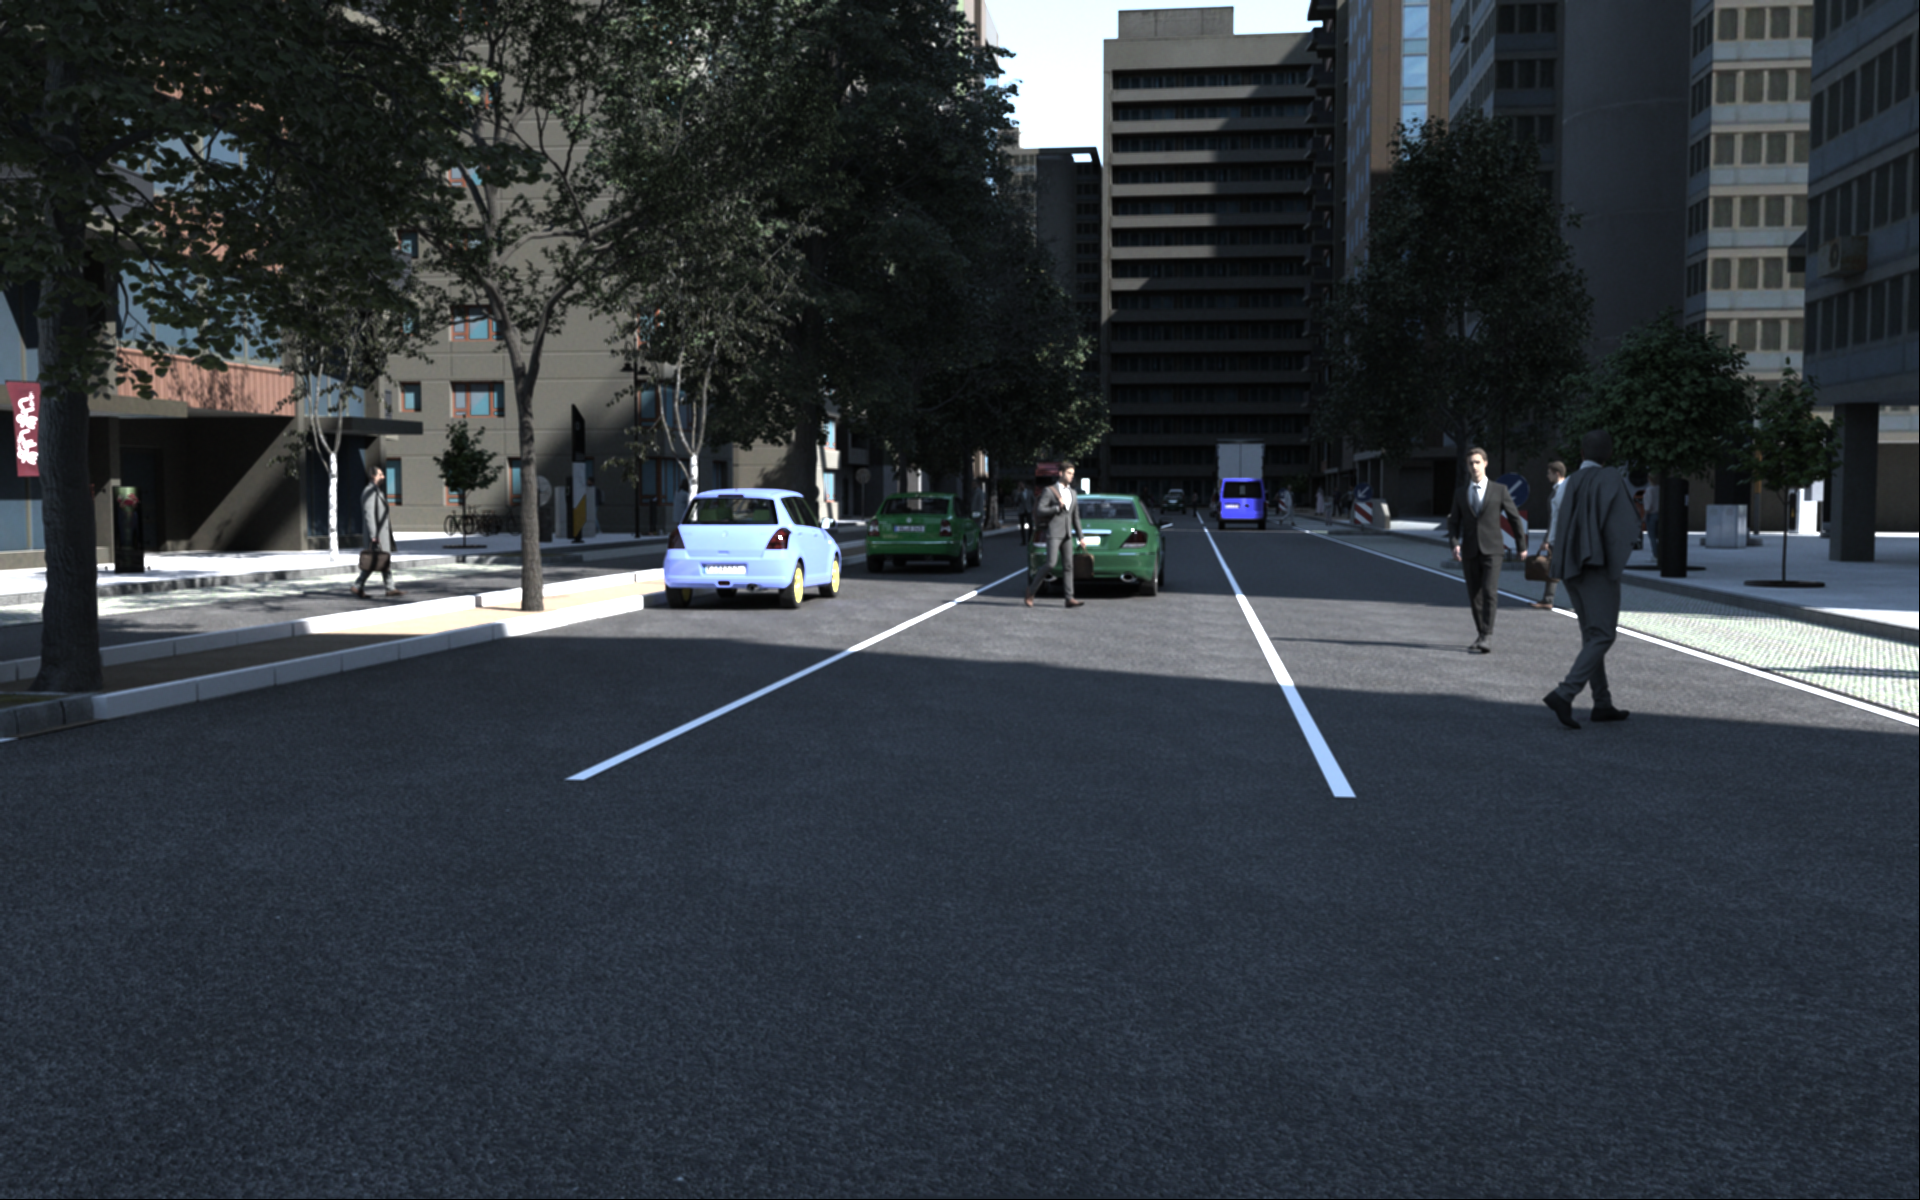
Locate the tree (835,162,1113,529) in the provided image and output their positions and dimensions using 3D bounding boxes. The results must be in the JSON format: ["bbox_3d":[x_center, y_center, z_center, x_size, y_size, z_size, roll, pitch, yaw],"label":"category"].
[{"bbox_3d":[0.285,-8.553,59.302,9.611,12.733,9.660,0,3,0],"label":"tree"}]

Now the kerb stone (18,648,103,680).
[{"bbox_3d":[-7.199,0.516,13.763,0.120,0.150,1.000,0,4,7],"label":"kerb stone"}]

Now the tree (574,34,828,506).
[{"bbox_3d":[-4.180,-4.546,27.144,4.360,8.622,3.978,0,3,0],"label":"tree"}]

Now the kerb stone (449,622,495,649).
[{"bbox_3d":[-4.714,0.347,16.519,0.120,0.150,1.000,0,4,7],"label":"kerb stone"}]

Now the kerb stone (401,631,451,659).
[{"bbox_3d":[-4.847,0.411,15.506,0.120,0.150,1.000,0,4,7],"label":"kerb stone"}]

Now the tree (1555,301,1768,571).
[{"bbox_3d":[12.062,-2.800,29.490,4.285,4.588,4.351,0,3,0],"label":"tree"}]

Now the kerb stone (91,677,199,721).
[{"bbox_3d":[-5.387,0.657,11.448,0.120,0.150,1.000,0,4,7],"label":"kerb stone"}]

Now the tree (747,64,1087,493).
[{"bbox_3d":[-1.575,-8.239,47.536,12.009,13.543,11.850,0,3,0],"label":"tree"}]

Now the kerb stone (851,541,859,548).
[{"bbox_3d":[-2.931,-1.471,46.253,0.120,0.150,1.000,0,4,7],"label":"kerb stone"}]

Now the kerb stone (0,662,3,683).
[{"bbox_3d":[-7.332,0.579,12.734,0.120,0.150,1.000,0,4,7],"label":"kerb stone"}]

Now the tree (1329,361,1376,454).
[{"bbox_3d":[20.595,-8.430,88.198,4.360,8.622,3.978,0,3,0],"label":"tree"}]

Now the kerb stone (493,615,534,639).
[{"bbox_3d":[-4.581,0.285,17.538,0.120,0.150,1.000,0,4,7],"label":"kerb stone"}]

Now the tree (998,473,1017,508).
[{"bbox_3d":[4.286,-10.291,162.855,1.663,3.219,1.824,0,3,0],"label":"tree"}]

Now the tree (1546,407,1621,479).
[{"bbox_3d":[13.287,-2.583,36.833,1.663,3.219,1.824,0,3,0],"label":"tree"}]

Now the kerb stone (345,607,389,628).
[{"bbox_3d":[-6.528,0.205,18.845,0.120,0.150,1.000,0,4,7],"label":"kerb stone"}]

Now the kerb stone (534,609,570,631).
[{"bbox_3d":[-4.447,0.228,18.562,0.120,0.150,1.000,0,4,7],"label":"kerb stone"}]

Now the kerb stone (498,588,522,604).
[{"bbox_3d":[-5.995,-0.044,22.911,0.120,0.150,1.000,0,4,7],"label":"kerb stone"}]

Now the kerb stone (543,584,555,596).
[{"bbox_3d":[-5.869,-0.106,23.926,0.120,0.150,1.000,0,4,7],"label":"kerb stone"}]

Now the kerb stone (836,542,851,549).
[{"bbox_3d":[-3.058,-1.409,45.238,0.120,0.150,1.000,0,4,7],"label":"kerb stone"}]

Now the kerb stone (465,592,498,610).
[{"bbox_3d":[-6.124,0.019,21.893,0.120,0.150,1.000,0,4,7],"label":"kerb stone"}]

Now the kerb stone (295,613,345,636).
[{"bbox_3d":[-6.654,0.267,17.827,0.120,0.150,1.000,0,4,7],"label":"kerb stone"}]

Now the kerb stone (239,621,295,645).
[{"bbox_3d":[-6.798,0.331,16.815,0.120,0.150,1.000,0,4,7],"label":"kerb stone"}]

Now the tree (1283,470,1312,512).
[{"bbox_3d":[24.845,-8.001,125.422,1.663,3.219,1.824,0,3,0],"label":"tree"}]

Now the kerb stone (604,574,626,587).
[{"bbox_3d":[-5.462,-0.292,26.975,0.120,0.150,1.000,0,4,7],"label":"kerb stone"}]

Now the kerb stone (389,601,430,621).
[{"bbox_3d":[-6.387,0.142,19.866,0.120,0.150,1.000,0,4,7],"label":"kerb stone"}]

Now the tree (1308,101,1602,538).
[{"bbox_3d":[14.803,-8.200,51.075,9.611,12.733,9.660,0,3,0],"label":"tree"}]

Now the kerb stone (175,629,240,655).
[{"bbox_3d":[-6.922,0.391,15.796,0.120,0.150,1.000,0,4,7],"label":"kerb stone"}]

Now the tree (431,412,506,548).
[{"bbox_3d":[-11.806,-2.848,41.163,1.663,3.219,1.824,0,3,0],"label":"tree"}]

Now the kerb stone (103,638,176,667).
[{"bbox_3d":[-7.059,0.453,14.783,0.120,0.150,1.000,0,4,7],"label":"kerb stone"}]

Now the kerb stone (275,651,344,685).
[{"bbox_3d":[-5.116,0.533,13.474,0.120,0.150,1.000,0,4,7],"label":"kerb stone"}]

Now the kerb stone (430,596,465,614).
[{"bbox_3d":[-6.268,0.080,20.881,0.120,0.150,1.000,0,4,7],"label":"kerb stone"}]

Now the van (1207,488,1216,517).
[{"bbox_3d":[16.365,-6.140,107.395,2.013,2.044,4.112,0,4,6],"label":"van"}]

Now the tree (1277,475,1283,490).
[{"bbox_3d":[27.328,-9.132,143.916,1.663,3.219,1.824,0,3,0],"label":"tree"}]

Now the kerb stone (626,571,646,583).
[{"bbox_3d":[-5.327,-0.352,27.989,0.120,0.150,1.000,0,4,7],"label":"kerb stone"}]

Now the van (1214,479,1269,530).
[{"bbox_3d":[11.451,-4.034,70.339,2.240,2.365,5.245,1,4,9],"label":"van"}]

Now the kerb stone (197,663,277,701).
[{"bbox_3d":[-5.251,0.595,12.461,0.120,0.150,1.000,0,4,7],"label":"kerb stone"}]

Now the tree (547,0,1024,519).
[{"bbox_3d":[-3.136,-7.650,34.196,9.857,13.997,8.962,0,3,0],"label":"tree"}]

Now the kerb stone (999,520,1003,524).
[{"bbox_3d":[2.006,-3.771,83.851,0.120,0.150,1.000,0,4,7],"label":"kerb stone"}]

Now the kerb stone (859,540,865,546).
[{"bbox_3d":[-2.802,-1.534,47.270,0.120,0.150,1.000,0,4,7],"label":"kerb stone"}]

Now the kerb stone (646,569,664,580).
[{"bbox_3d":[-5.194,-0.416,29.002,0.120,0.150,1.000,0,4,7],"label":"kerb stone"}]

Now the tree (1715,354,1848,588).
[{"bbox_3d":[11.380,-1.806,24.126,1.663,3.219,1.824,0,3,0],"label":"tree"}]

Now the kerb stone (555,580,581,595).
[{"bbox_3d":[-5.724,-0.165,24.938,0.120,0.150,1.000,0,4,7],"label":"kerb stone"}]

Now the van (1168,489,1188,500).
[{"bbox_3d":[19.584,-9.146,156.546,2.013,2.044,4.112,1,4,9],"label":"van"}]

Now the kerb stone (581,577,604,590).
[{"bbox_3d":[-5.598,-0.230,25.952,0.120,0.150,1.000,0,4,7],"label":"kerb stone"}]

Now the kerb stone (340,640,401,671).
[{"bbox_3d":[-4.981,0.471,14.491,0.120,0.150,1.000,0,4,7],"label":"kerb stone"}]

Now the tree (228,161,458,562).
[{"bbox_3d":[-11.760,-5.029,32.595,4.360,8.622,3.978,0,3,0],"label":"tree"}]
